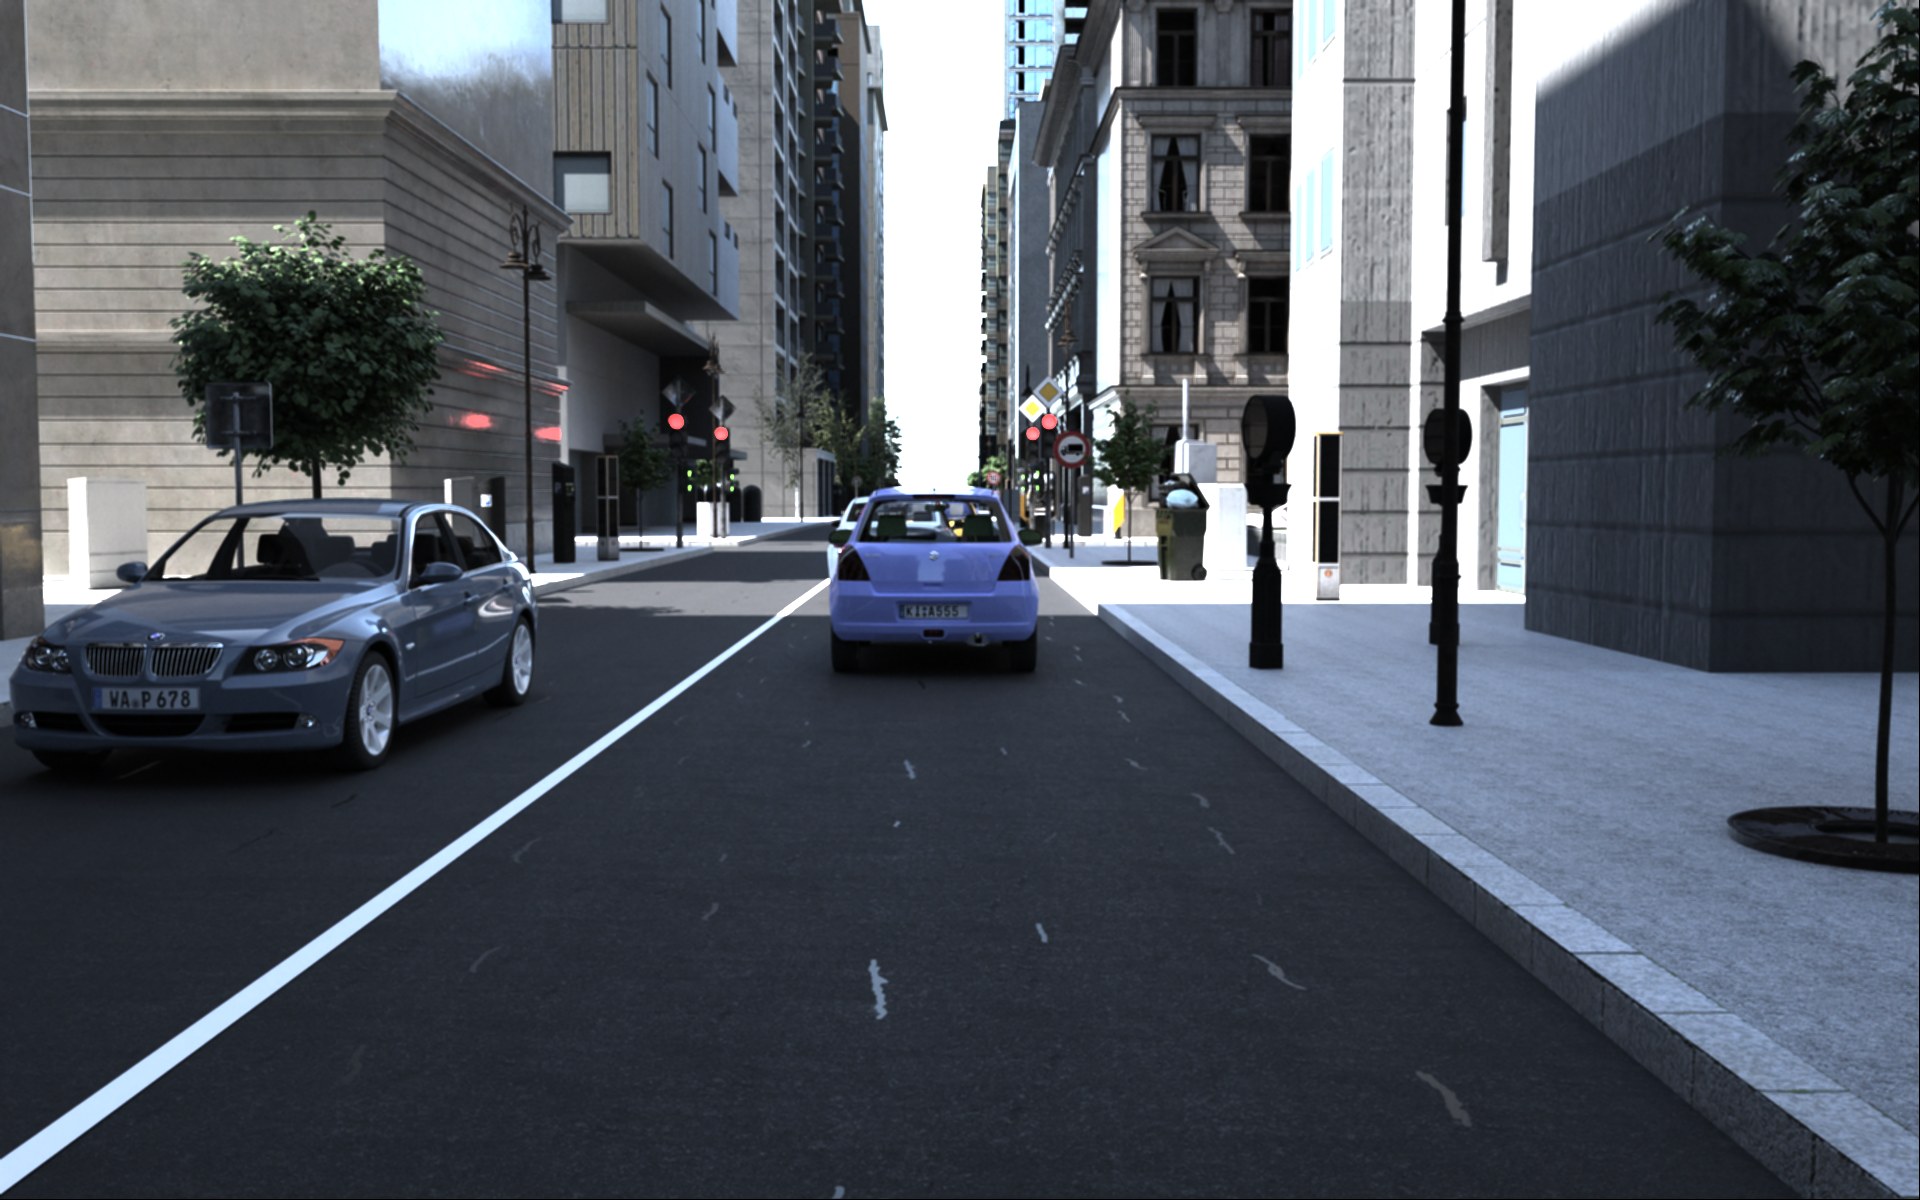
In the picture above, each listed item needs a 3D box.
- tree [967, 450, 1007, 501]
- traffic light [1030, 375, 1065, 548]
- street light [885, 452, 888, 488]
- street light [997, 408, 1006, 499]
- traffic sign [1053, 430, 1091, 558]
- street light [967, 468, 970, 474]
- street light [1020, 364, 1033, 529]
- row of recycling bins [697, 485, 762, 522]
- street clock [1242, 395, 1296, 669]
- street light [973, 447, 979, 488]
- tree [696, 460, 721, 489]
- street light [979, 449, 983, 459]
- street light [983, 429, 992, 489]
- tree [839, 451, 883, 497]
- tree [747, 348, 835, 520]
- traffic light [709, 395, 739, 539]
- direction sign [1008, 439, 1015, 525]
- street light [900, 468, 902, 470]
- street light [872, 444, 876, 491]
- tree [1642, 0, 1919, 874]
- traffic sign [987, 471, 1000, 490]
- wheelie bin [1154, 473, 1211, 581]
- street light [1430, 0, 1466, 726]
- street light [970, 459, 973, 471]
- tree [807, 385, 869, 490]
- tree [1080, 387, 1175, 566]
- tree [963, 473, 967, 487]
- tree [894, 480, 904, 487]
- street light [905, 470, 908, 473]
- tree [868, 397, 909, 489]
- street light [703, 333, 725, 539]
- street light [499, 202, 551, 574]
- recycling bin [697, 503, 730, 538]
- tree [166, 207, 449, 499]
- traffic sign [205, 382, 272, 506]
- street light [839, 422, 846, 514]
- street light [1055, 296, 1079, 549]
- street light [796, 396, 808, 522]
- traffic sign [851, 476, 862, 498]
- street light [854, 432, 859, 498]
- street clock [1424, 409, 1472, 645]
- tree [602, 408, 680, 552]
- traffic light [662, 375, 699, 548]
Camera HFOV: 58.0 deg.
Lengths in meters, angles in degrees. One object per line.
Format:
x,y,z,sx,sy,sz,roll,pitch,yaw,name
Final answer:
3.173,-8.851,128.426,4.285,4.588,4.351,0,3,0,tree
2.076,-3.188,41.049,0.839,4.253,0.868,0,4,0,traffic light
-7.965,-13.091,186.817,0.468,5.910,1.993,0,4,0,street light
2.214,-7.335,92.709,0.468,5.910,1.993,0,4,0,street light
2.238,-2.111,34.626,0.768,2.556,0.104,1,4,9,traffic sign
1.489,-15.193,221.189,0.468,5.910,1.993,0,4,0,street light
2.400,-5.435,61.655,0.468,5.910,1.993,0,4,0,street light
-10.781,-4.403,79.106,3.534,1.692,1.069,-2,4,-24,row of recycling bins
2.259,-0.499,12.723,0.358,2.002,0.471,-1,4,-14,street clock
1.801,-12.055,169.892,0.468,5.910,1.993,0,4,0,street light
-12.721,-6.204,85.152,4.285,4.588,4.351,0,3,0,tree
1.952,-10.184,139.292,0.468,5.910,1.993,0,4,0,street light
2.087,-9.200,123.203,0.468,5.910,1.993,0,4,0,street light
-7.539,-9.027,131.299,4.285,4.588,4.351,0,3,0,tree
-8.339,-8.304,86.139,4.360,8.622,3.978,0,3,0,tree
-6.681,-3.673,48.967,0.839,4.253,0.868,0,4,0,traffic light
2.084,-4.883,71.838,0.379,3.537,0.876,0,4,-7,direction sign
-8.182,-16.336,239.872,0.468,5.910,1.993,0,4,0,street light
-7.723,-11.224,156.306,0.468,5.910,1.993,0,4,0,street light
3.285,-0.718,6.344,1.663,3.219,1.824,0,3,0,tree
1.867,-5.881,96.267,0.768,2.556,0.104,0,4,5,traffic sign
3.273,-1.083,25.614,0.693,1.594,0.980,-1,4,-19,wheelie bin
2.711,-2.244,9.474,0.468,5.910,1.993,0,4,0,street light
1.652,-13.920,200.386,0.468,5.910,1.993,0,4,0,street light
-8.480,-10.253,118.001,4.737,8.622,4.395,0,3,0,tree
3.063,-2.262,31.586,1.663,3.219,1.824,0,3,0,tree
1.836,-13.694,207.608,4.285,4.588,4.351,0,3,0,tree
-8.256,-15.457,247.318,1.663,3.219,1.824,0,3,0,tree
-8.418,-18.221,270.703,0.468,5.910,1.993,0,4,0,street light
-9.486,-17.303,201.025,7.486,12.596,7.792,0,3,0,tree
-7.060,-4.711,49.807,0.468,5.910,1.993,0,4,0,street light
-6.933,-3.364,27.787,0.468,5.910,1.993,0,4,0,street light
-7.340,-2.386,51.563,0.722,1.027,0.722,-3,4,-37,recycling bin
-7.492,-2.216,19.938,4.285,4.588,4.351,0,3,0,tree
-6.608,-0.841,15.888,0.606,2.300,0.079,0,4,2,traffic sign
-7.458,-8.450,110.945,0.468,5.910,1.993,0,4,0,street light
2.508,-4.147,40.593,0.468,5.910,1.993,0,4,0,street light
-7.363,-6.585,80.450,0.468,5.910,1.993,0,4,0,street light
-7.235,-7.417,121.379,0.768,2.556,0.104,0,4,5,traffic sign
-7.588,-9.356,125.764,0.468,5.910,1.993,0,4,0,street light
4.131,-0.621,14.720,0.358,2.002,0.471,-1,4,-9,street clock
-7.160,-2.711,38.930,1.663,3.219,1.824,0,3,0,tree
-6.635,-3.184,40.982,0.839,4.253,0.868,0,4,0,traffic light
